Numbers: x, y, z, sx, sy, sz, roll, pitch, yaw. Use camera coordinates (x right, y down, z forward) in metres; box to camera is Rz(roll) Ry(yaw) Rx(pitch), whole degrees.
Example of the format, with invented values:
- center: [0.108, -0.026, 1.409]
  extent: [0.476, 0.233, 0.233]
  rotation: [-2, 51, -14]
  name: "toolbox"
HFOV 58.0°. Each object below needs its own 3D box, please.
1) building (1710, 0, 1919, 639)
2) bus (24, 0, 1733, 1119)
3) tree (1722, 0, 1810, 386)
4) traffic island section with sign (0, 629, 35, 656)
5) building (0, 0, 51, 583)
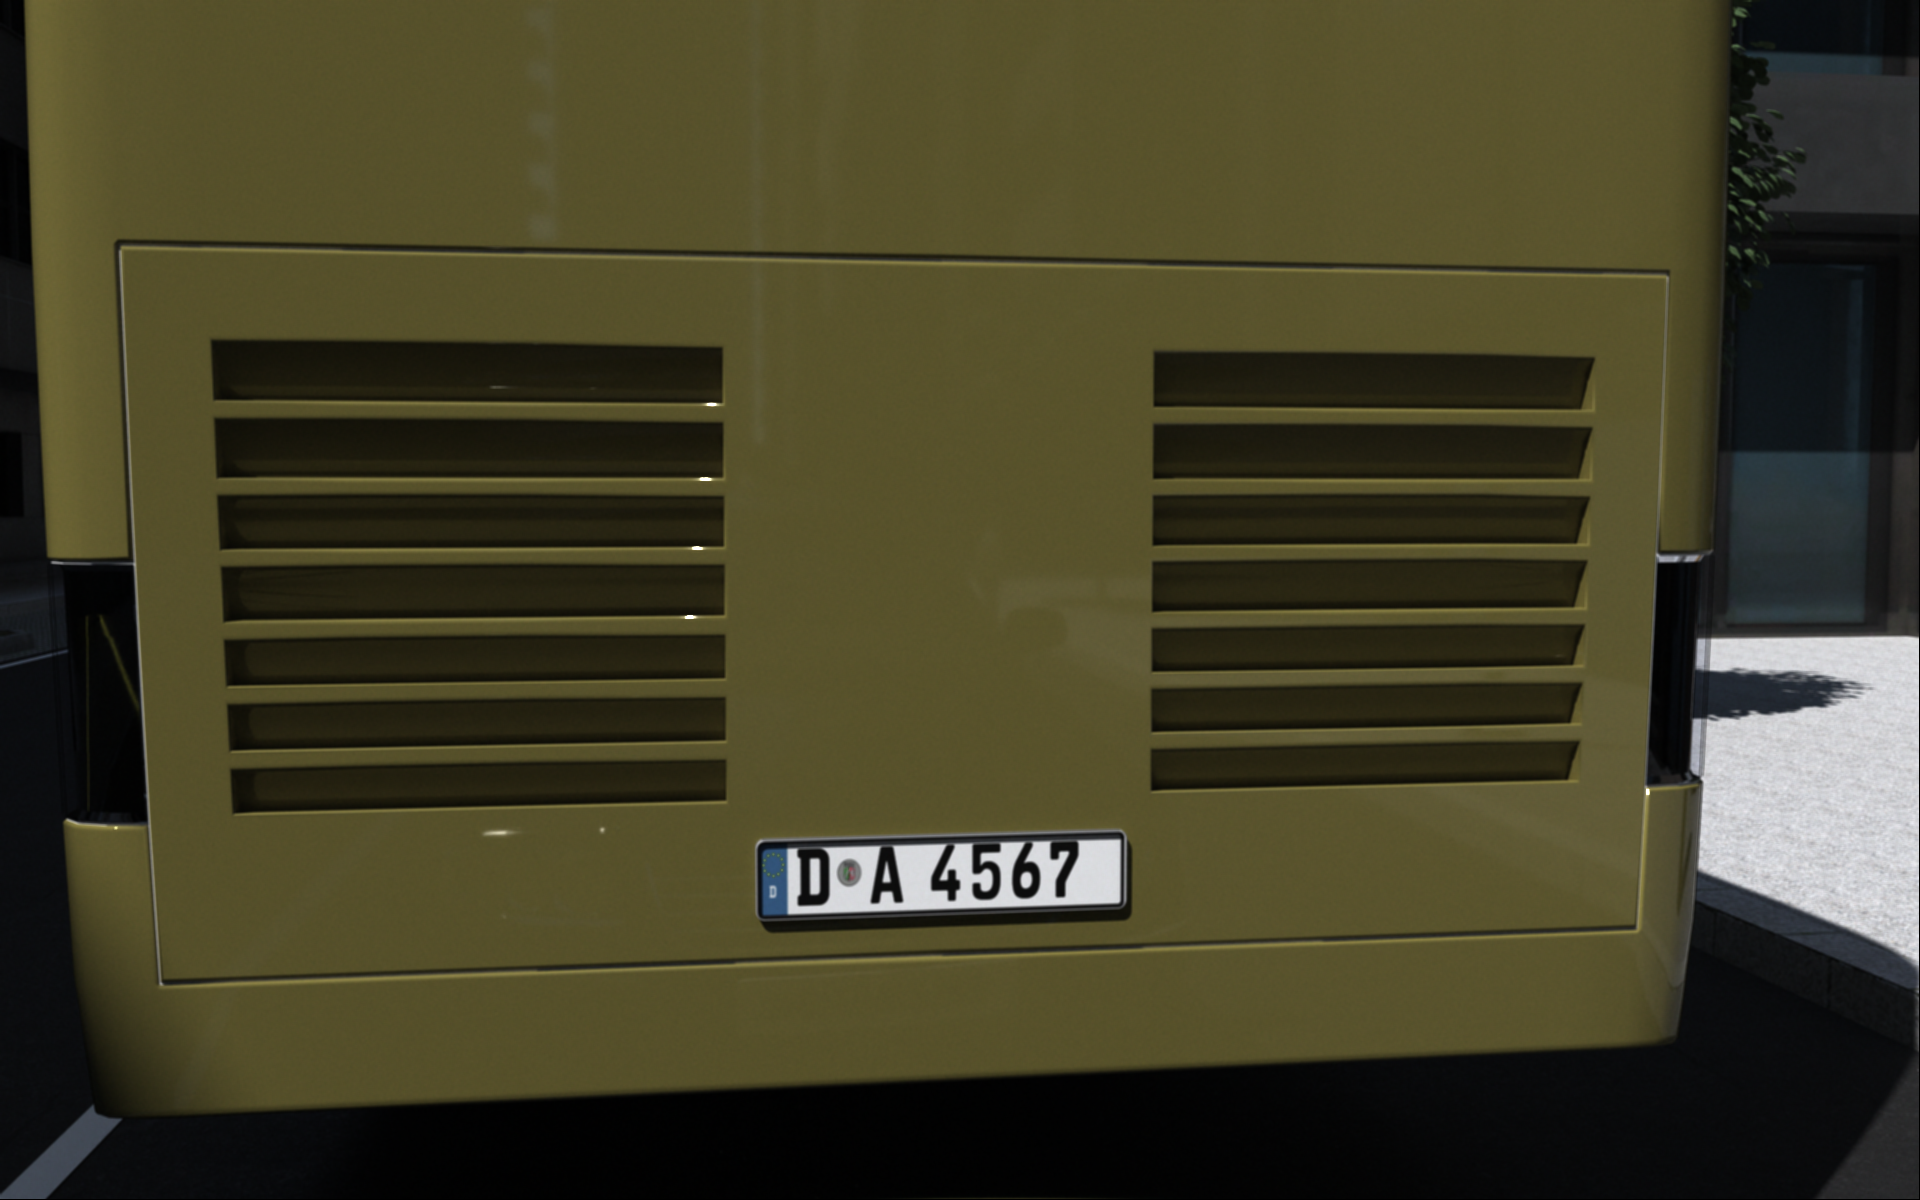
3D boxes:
- center: [11.429, -24.949, 27.530]
  extent: [23.786, 49.044, 30.456]
  rotation: [0, 4, -8]
  name: "building"
- center: [-0.880, -1.038, 8.524]
  extent: [2.896, 3.916, 12.252]
  rotation: [0, 4, -8]
  name: "bus"
- center: [3.100, -1.598, 9.845]
  extent: [4.285, 4.588, 4.351]
  rotation: [0, 3, 0]
  name: "tree"
- center: [-9.457, -0.410, 15.334]
  extent: [1.989, 1.847, 2.006]
  rotation: [0, 4, -8]
  name: "traffic island section with sign"
- center: [-17.720, -11.882, 13.342]
  extent: [14.314, 24.678, 30.058]
  rotation: [0, 4, -8]
  name: "building"
